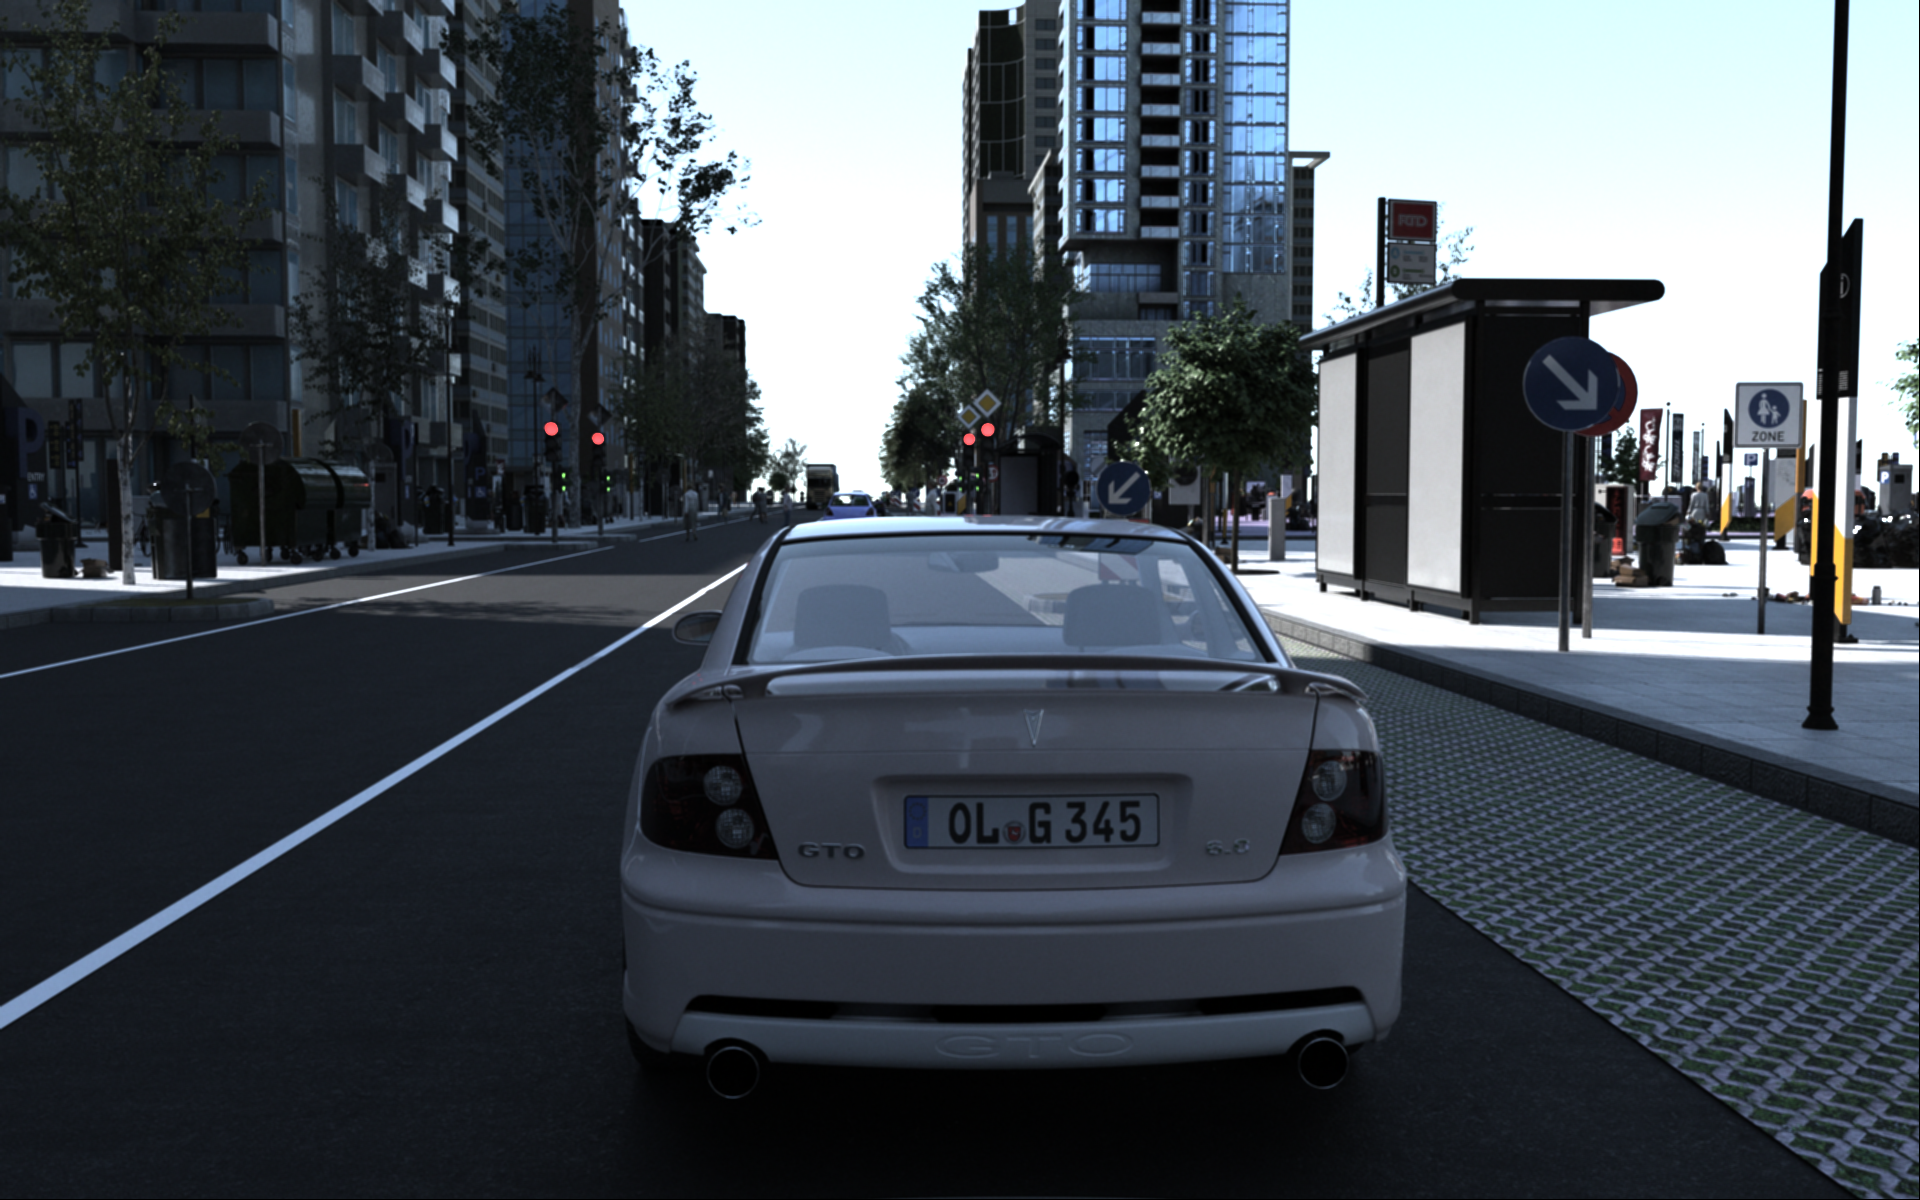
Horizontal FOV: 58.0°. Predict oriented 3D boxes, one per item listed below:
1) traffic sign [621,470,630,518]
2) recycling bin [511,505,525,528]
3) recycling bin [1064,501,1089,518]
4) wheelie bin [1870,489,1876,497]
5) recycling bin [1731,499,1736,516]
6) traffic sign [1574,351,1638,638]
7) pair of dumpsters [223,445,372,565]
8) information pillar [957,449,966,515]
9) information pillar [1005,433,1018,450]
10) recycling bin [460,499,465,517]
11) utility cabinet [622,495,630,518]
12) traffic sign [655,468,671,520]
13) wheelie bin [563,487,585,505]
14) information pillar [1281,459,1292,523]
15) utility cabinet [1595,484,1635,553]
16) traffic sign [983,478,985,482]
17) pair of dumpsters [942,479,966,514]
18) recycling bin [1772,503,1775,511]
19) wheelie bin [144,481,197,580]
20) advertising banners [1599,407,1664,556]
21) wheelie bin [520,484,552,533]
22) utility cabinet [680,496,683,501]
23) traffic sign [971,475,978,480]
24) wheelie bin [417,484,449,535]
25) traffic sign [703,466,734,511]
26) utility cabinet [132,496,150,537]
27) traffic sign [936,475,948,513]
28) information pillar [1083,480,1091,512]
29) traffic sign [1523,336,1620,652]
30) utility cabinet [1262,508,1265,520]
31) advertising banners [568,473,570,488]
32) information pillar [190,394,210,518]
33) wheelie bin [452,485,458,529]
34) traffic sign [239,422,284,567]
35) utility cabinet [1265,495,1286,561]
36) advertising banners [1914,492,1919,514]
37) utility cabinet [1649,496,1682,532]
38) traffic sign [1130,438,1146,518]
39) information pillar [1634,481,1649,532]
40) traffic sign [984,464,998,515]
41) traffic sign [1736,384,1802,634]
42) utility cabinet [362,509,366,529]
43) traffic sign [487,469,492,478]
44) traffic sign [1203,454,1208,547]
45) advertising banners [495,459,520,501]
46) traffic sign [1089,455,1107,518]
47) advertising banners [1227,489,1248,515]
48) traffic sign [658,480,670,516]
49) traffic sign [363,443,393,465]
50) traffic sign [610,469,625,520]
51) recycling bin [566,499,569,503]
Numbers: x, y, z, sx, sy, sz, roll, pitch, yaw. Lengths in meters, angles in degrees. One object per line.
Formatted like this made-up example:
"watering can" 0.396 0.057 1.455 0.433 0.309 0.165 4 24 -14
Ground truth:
"traffic sign" -17.813 -5.612 91.864 0.768 2.556 0.104 0 4 3
"recycling bin" -16.222 -3.163 64.269 0.722 1.027 0.722 2 4 27
"recycling bin" 3.960 -2.840 58.995 0.722 1.027 0.722 1 4 20
"wheelie bin" 62.520 -6.793 118.977 0.693 1.594 0.980 1 4 15
"recycling bin" 40.099 -4.779 90.694 0.722 1.027 0.722 -3 4 -38
"traffic sign" 5.586 -0.933 15.355 0.768 2.556 0.104 0 4 3
"pair of dumpsters" -12.665 -1.881 33.241 1.574 2.255 4.437 0 4 -3
"information pillar" 0.067 -5.996 89.385 0.504 3.616 0.183 -2 4 -28
"information pillar" 1.983 -4.564 65.978 0.504 3.616 0.183 0 4 7
"recycling bin" -27.409 -5.148 96.718 0.722 1.027 0.722 1 4 15
"utility cabinet" -18.088 -5.084 94.277 0.306 1.237 1.020 0 4 5
"traffic sign" -14.631 -5.212 85.316 0.768 2.556 0.104 0 4 5
"wheelie bin" -17.128 -4.268 77.693 0.980 1.594 0.693 1 4 21
"information pillar" 14.041 -5.087 74.535 0.504 3.616 0.183 -1 4 -17
"utility cabinet" 14.100 -1.768 37.591 0.318 1.500 1.173 -1 4 -21
"traffic sign" 1.518 -6.811 111.463 0.768 2.556 0.104 0 4 1
"pair of dumpsters" -0.301 -6.693 111.930 1.574 2.255 4.437 0 4 -3
"recycling bin" 61.412 -7.177 129.900 0.722 1.027 0.722 3 4 38
"wheelie bin" -11.874 -1.112 26.092 0.693 1.594 0.980 -3 4 -36
"advertising banners" 13.591 -2.428 35.884 0.090 3.025 2.074 -3 4 -36
"wheelie bin" -13.954 -3.002 56.990 0.980 1.594 0.693 -2 4 -31
"utility cabinet" -19.177 -6.623 116.968 1.173 1.500 0.318 -1 4 -19
"traffic sign" 0.822 -7.108 116.315 0.768 2.556 0.104 0 4 0
"wheelie bin" -16.732 -2.886 55.101 0.693 1.594 0.980 0 4 -5
"traffic sign" -17.820 -8.184 127.687 2.265 3.308 0.079 0 4 3
"utility cabinet" -24.687 -2.518 52.336 1.020 1.237 0.306 -2 4 -24
"traffic sign" -1.174 -7.010 114.712 0.768 2.556 0.104 0 4 -1
"information pillar" 6.828 -5.424 93.175 0.304 2.012 0.304 -2 4 -32
"traffic sign" 4.928 -0.853 14.058 0.768 2.556 0.104 0 4 3
"utility cabinet" 15.291 -4.554 85.613 0.306 1.237 1.020 3 5 41
"advertising banners" -25.238 -7.173 113.467 0.090 3.025 2.074 -3 4 -37
"information pillar" -17.895 -3.022 40.759 0.183 3.616 0.504 1 4 16
"wheelie bin" -17.086 -3.024 57.350 0.980 1.594 0.693 0 4 -6
"traffic sign" -12.287 -1.858 30.478 0.768 2.556 0.104 0 4 -3
"utility cabinet" 6.193 -1.390 33.891 0.306 1.237 1.020 0 4 8
"advertising banners" 51.538 -5.819 91.333 2.074 3.025 0.090 2 4 31
"utility cabinet" 23.900 -2.906 58.675 1.020 1.237 0.306 0 4 -8
"traffic sign" 3.924 -2.248 36.863 0.768 2.556 0.104 0 4 4
"information pillar" 22.229 -3.178 56.452 0.304 2.012 0.304 -1 4 -23
"traffic sign" 1.363 -4.542 74.369 0.768 2.556 0.104 0 4 3
"traffic sign" 7.364 -0.839 15.854 0.606 2.300 0.079 0 4 4
"utility cabinet" -21.457 -3.178 63.118 1.020 1.237 0.306 -3 5 -39
"traffic sign" -15.691 -3.455 56.499 0.884 2.594 0.081 0 4 2
"traffic sign" 4.360 -1.876 30.775 0.768 2.556 0.104 0 4 6
"advertising banners" -22.342 -5.555 87.011 2.074 3.025 0.090 -2 4 -34
"traffic sign" 4.637 -3.479 56.993 0.768 2.556 0.104 0 4 1
"advertising banners" 16.729 -6.685 105.488 0.090 3.025 2.074 -3 4 -39
"traffic sign" -16.951 -6.054 99.095 0.768 2.556 0.104 0 4 -1
"traffic sign" -14.529 -2.638 43.244 0.768 2.556 0.104 0 4 4
"traffic sign" -17.198 -5.312 86.961 0.768 2.556 0.104 0 4 4
"recycling bin" -19.649 -4.453 85.353 0.722 1.027 0.722 0 4 7
